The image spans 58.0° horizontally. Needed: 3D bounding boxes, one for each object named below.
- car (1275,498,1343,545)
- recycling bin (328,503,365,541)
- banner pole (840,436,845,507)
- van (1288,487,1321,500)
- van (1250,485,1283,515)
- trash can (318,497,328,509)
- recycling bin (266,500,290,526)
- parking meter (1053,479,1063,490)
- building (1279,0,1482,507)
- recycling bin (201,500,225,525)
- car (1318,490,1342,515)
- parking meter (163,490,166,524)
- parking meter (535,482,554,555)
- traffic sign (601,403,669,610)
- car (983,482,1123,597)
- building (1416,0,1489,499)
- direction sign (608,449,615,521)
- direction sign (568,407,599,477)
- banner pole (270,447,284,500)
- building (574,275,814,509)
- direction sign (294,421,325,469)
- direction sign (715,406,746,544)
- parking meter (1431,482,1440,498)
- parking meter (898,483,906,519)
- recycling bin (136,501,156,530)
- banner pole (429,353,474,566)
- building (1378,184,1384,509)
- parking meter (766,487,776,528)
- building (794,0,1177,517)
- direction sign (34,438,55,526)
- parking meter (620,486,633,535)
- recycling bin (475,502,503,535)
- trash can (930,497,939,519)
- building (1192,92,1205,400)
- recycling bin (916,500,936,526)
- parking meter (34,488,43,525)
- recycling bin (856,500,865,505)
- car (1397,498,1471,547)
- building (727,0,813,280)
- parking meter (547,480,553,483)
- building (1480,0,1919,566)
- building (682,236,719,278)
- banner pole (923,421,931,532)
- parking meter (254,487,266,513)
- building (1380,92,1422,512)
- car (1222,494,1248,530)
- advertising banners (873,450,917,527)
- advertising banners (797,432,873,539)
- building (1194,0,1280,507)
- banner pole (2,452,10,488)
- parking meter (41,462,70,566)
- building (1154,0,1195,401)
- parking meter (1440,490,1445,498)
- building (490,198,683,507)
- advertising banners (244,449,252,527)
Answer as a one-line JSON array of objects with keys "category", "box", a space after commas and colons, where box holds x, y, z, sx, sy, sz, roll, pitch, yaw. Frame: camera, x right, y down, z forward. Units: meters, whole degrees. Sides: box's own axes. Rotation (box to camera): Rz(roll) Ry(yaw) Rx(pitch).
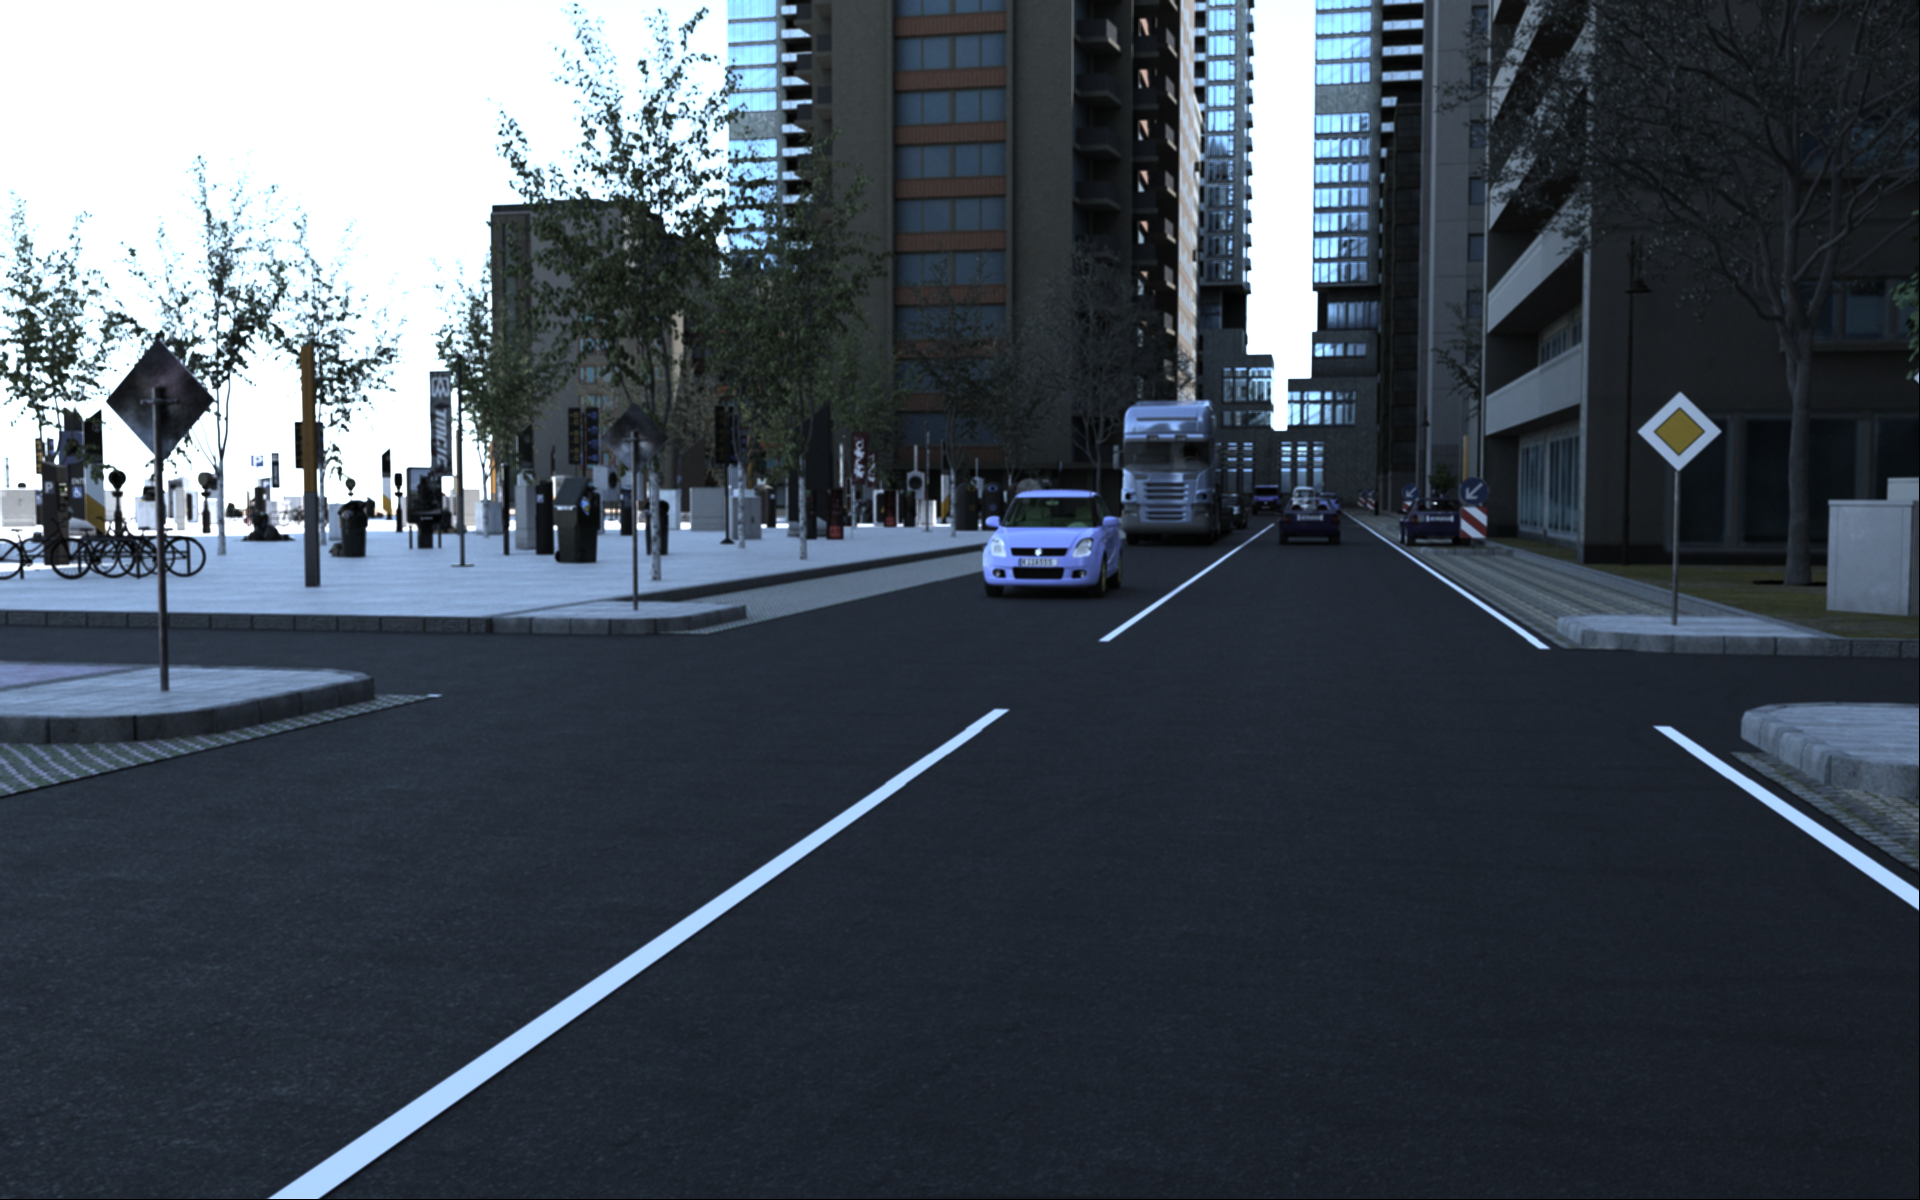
[{"category": "car", "box": [10.175, -2.319, 50.500, 1.945, 1.354, 3.894, 1, 4, 10]}, {"category": "recycling bin", "box": [-17.040, -2.176, 48.135, 0.722, 1.027, 0.722, 2, 4, 27]}, {"category": "banner pole", "box": [-5.071, -5.177, 74.668, 0.401, 3.779, 0.863, -1, 4, -19]}, {"category": "van", "box": [20.780, -5.957, 104.409, 2.013, 2.044, 4.112, 1, 4, 12]}, {"category": "van", "box": [21.384, -7.117, 120.741, 2.240, 2.365, 5.245, 1, 4, 11]}, {"category": "trash can", "box": [-37.614, -5.534, 102.138, 0.748, 1.137, 0.748, 0, 3, 0]}, {"category": "recycling bin", "box": [-27.311, -3.467, 69.241, 0.722, 1.027, 0.722, 1, 4, 23]}, {"category": "parking meter", "box": [3.724, -3.676, 65.820, 0.255, 1.863, 0.399, 2, 4, 25]}, {"category": "building", "box": [48.702, -53.039, 179.854, 31.000, 86.520, 22.319, 1, 4, 12]}, {"category": "recycling bin", "box": [-31.250, -3.665, 72.484, 0.722, 1.027, 0.722, 3, 5, 44]}, {"category": "car", "box": [25.898, -6.870, 121.920, 1.945, 1.707, 3.694, 1, 4, 13]}, {"category": "parking meter", "box": [-33.909, -3.982, 73.516, 0.372, 1.533, 0.369, 0, 3, 0]}, {"category": "parking meter", "box": [-8.826, -1.736, 36.795, 0.372, 1.533, 0.369, 0, 3, 0]}, {"category": "traffic sign", "box": [-3.582, -0.944, 19.079, 0.795, 2.450, 0.064, 1, 4, 12]}, {"category": "car", "box": [1.400, -0.961, 25.310, 1.945, 1.707, 3.694, 1, 4, 11]}, {"category": "building", "box": [38.663, -34.376, 104.044, 21.231, 58.520, 28.212, 1, 4, 12]}, {"category": "direction sign", "box": [-16.410, -5.472, 81.468, 0.379, 3.537, 0.876, 0, 4, -1]}, {"category": "direction sign", "box": [-9.869, -3.270, 45.465, 0.876, 3.537, 0.379, 1, 4, 18]}, {"category": "banner pole", "box": [-36.055, -6.217, 91.667, 0.401, 3.779, 0.863, 3, 5, 44]}, {"category": "building", "box": [-16.703, -19.396, 162.165, 28.899, 21.520, 27.650, 1, 4, 12]}, {"category": "direction sign", "box": [-20.301, -3.799, 54.109, 0.876, 3.537, 0.379, -2, 4, -29]}, {"category": "direction sign", "box": [-6.020, -3.224, 44.706, 0.379, 3.537, 0.876, 2, 4, 32]}, {"category": "parking meter", "box": [23.302, -4.839, 84.832, 0.255, 1.863, 0.399, -2, 4, -24]}, {"category": "parking meter", "box": [-3.004, -5.124, 89.489, 0.399, 1.863, 0.255, 0, 4, 5]}, {"category": "recycling bin", "box": [-28.720, -2.990, 61.446, 0.722, 1.027, 0.722, 0, 4, -7]}, {"category": "banner pole", "box": [-9.087, -2.496, 30.829, 0.863, 3.779, 0.401, 1, 4, 18]}, {"category": "building", "box": [41.796, -22.645, 141.947, 14.160, 30.474, 14.107, 1, 4, 12]}, {"category": "parking meter", "box": [-7.239, -3.549, 66.431, 0.372, 1.533, 0.369, 0, 3, 0]}, {"category": "building", "box": [1.876, -27.779, 108.805, 22.147, 44.769, 28.867, 1, 4, 12]}, {"category": "direction sign", "box": [-36.836, -4.758, 69.786, 0.379, 3.537, 0.876, 2, 4, 24]}, {"category": "parking meter", "box": [-10.365, -2.777, 53.818, 0.372, 1.533, 0.369, 0, 3, 0]}, {"category": "recycling bin", "box": [-14.925, -2.596, 55.005, 0.722, 1.027, 0.722, -3, 4, -37]}, {"category": "trash can", "box": [-1.400, -4.518, 85.514, 0.748, 1.137, 0.748, 0, 3, 0]}, {"category": "building", "box": [9.204, -28.247, 153.724, 23.993, 40.220, 32.217, 1, 4, 12]}, {"category": "recycling bin", "box": [-1.383, -3.571, 70.939, 0.722, 1.027, 0.722, 1, 4, 9]}, {"category": "parking meter", "box": [-37.948, -3.845, 71.273, 0.372, 1.533, 0.369, 0, 3, 0]}, {"category": "recycling bin", "box": [-4.841, -4.157, 80.515, 0.722, 1.027, 0.722, 1, 4, 9]}, {"category": "car", "box": [13.231, -2.186, 48.321, 1.945, 1.354, 3.894, 1, 4, 11]}, {"category": "building", "box": [-12.745, -53.816, 192.568, 31.000, 86.520, 22.319, 1, 4, 12]}, {"category": "parking meter", "box": [-17.237, -4.106, 72.848, 0.255, 1.863, 0.399, -1, 4, -14]}, {"category": "building", "box": [24.002, -25.367, 38.447, 21.300, 48.544, 21.600, 1, 4, 12]}, {"category": "building", "box": [-35.723, -25.860, 194.515, 14.107, 30.474, 14.160, 1, 4, 12]}, {"category": "banner pole", "box": [-1.099, -4.228, 59.140, 0.401, 3.779, 0.863, 0, 4, -6]}, {"category": "parking meter", "box": [-34.885, -4.761, 86.249, 0.372, 1.533, 0.369, 0, 3, 0]}, {"category": "building", "box": [38.699, -21.718, 126.794, 14.160, 30.474, 14.107, 1, 4, 12]}, {"category": "car", "box": [10.879, -3.767, 71.372, 2.009, 1.686, 4.222, 1, 4, 14]}, {"category": "advertising banners", "box": [-2.699, -4.360, 67.471, 2.074, 3.025, 0.090, 0, 4, -2]}, {"category": "advertising banners", "box": [-3.564, -3.224, 48.894, 2.074, 3.025, 0.090, 0, 4, 6]}, {"category": "building", "box": [18.325, -53.416, 186.030, 31.000, 86.520, 22.319, 1, 4, 12]}, {"category": "banner pole", "box": [-56.490, -6.884, 102.576, 0.863, 3.779, 0.401, 2, 4, 31]}, {"category": "parking meter", "box": [-16.255, -1.555, 31.138, 0.399, 1.863, 0.255, 1, 4, 15]}, {"category": "building", "box": [9.982, -29.317, 129.443, 14.600, 45.320, 14.200, 1, 4, 12]}, {"category": "parking meter", "box": [24.158, -4.805, 86.968, 0.372, 1.533, 0.369, 0, 3, 0]}, {"category": "building", "box": [-37.312, -24.563, 173.312, 14.107, 30.474, 14.160, 1, 4, 12]}, {"category": "advertising banners", "box": [-27.768, -4.361, 67.488, 0.090, 3.025, 2.074, -1, 4, -17]}]
